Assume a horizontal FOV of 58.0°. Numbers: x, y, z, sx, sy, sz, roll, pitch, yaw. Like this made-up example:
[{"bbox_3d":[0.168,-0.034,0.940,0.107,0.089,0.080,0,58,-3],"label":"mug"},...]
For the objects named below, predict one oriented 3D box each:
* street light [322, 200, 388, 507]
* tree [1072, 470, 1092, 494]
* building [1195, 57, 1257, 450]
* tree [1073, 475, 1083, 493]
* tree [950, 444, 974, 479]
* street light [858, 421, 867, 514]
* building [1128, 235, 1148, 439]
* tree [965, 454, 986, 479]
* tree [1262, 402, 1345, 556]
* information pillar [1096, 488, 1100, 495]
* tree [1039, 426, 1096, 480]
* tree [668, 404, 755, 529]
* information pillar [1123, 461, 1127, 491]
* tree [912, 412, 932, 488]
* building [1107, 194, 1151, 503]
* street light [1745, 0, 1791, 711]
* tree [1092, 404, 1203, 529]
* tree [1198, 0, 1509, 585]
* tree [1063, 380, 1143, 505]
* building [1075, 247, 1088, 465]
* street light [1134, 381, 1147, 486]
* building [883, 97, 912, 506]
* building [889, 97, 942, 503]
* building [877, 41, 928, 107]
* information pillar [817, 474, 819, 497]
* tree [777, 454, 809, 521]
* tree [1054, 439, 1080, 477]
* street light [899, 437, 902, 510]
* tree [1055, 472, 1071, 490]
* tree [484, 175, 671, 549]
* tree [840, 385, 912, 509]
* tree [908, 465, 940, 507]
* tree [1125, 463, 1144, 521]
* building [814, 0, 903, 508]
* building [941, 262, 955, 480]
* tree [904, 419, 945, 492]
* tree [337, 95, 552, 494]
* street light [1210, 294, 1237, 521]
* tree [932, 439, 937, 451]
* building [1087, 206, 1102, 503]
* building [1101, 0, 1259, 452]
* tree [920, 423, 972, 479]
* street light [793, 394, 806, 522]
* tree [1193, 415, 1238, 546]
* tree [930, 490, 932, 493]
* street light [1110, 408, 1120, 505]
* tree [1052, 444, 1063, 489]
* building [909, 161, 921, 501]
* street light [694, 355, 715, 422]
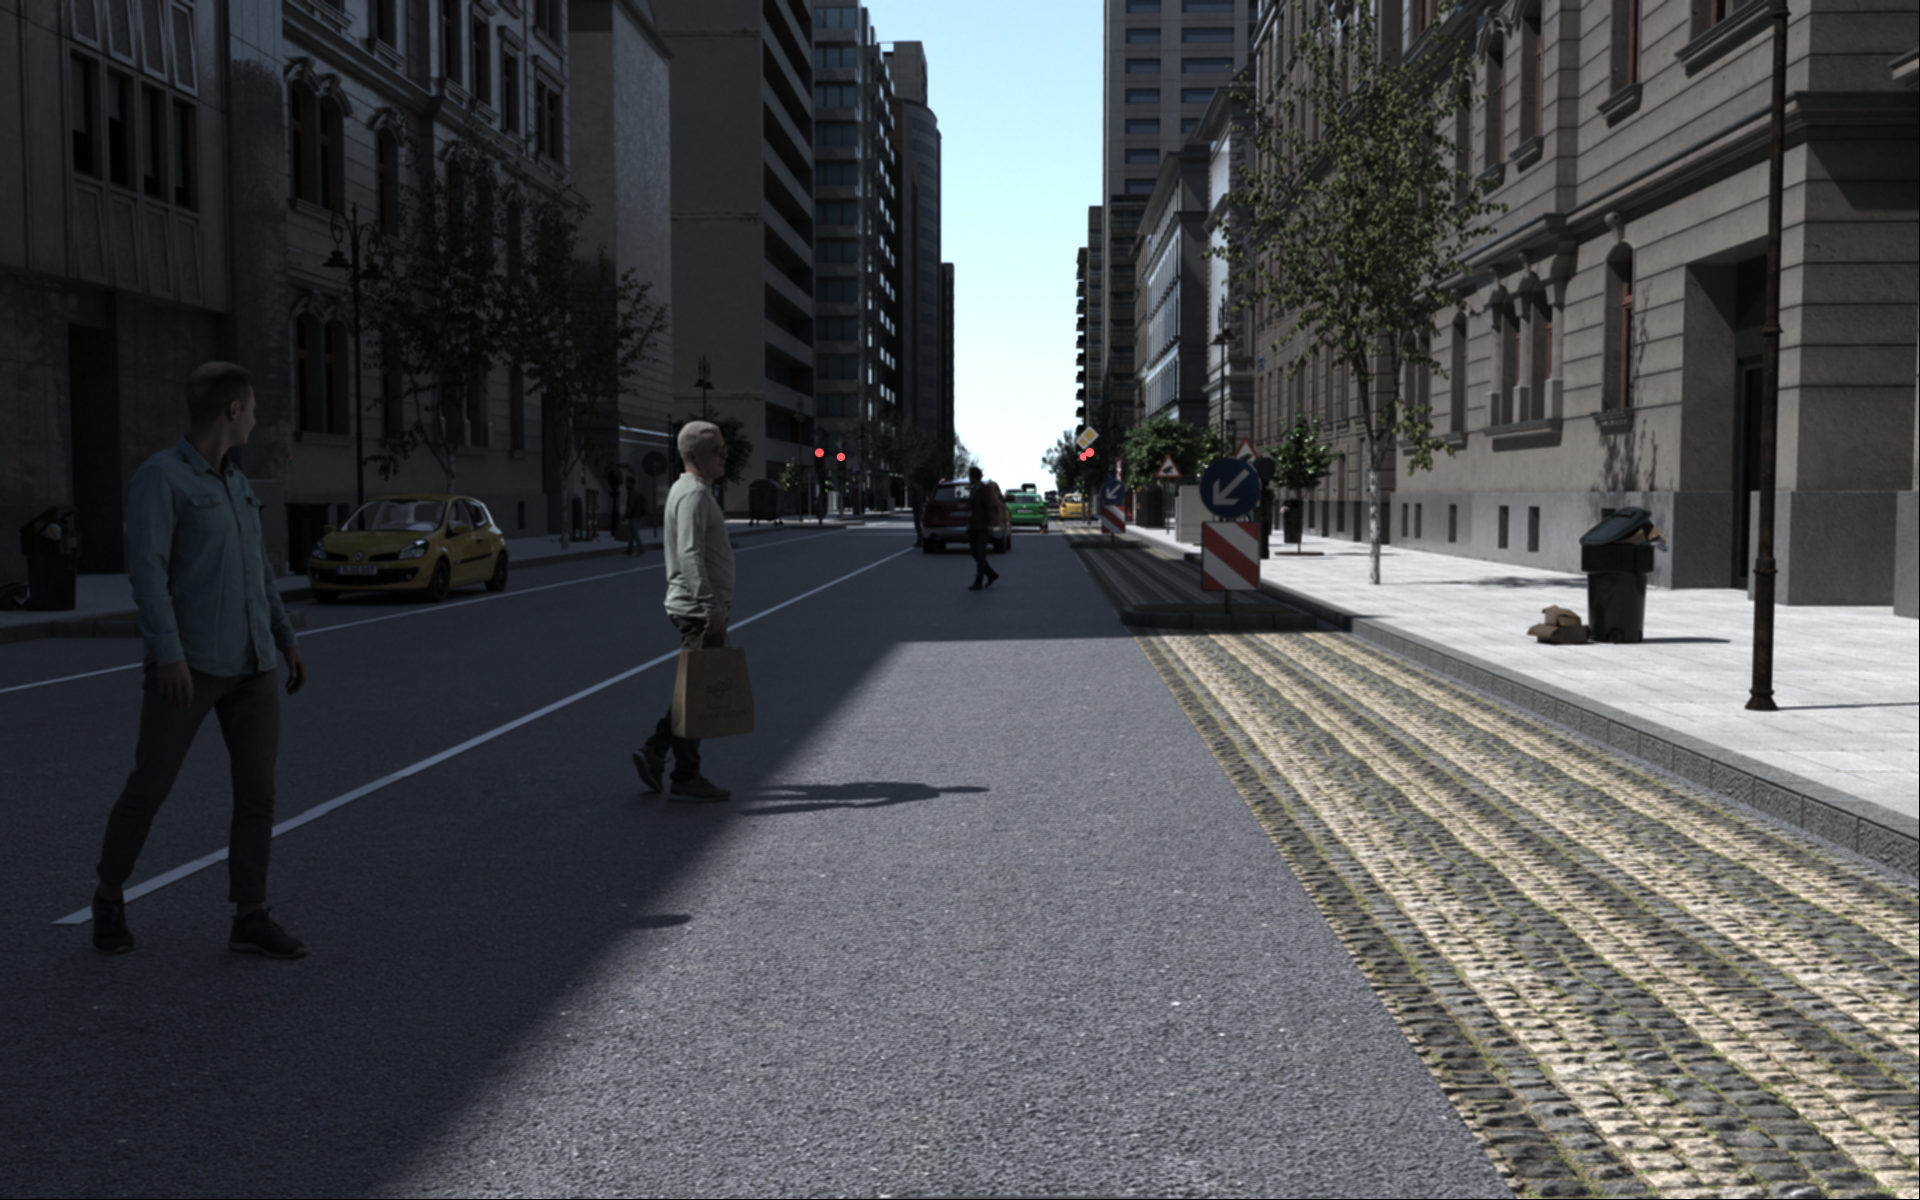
[{"bbox_3d":[-9.587,-3.352,27.598,0.468,5.910,1.993,0,4,2],"label":"street light"},{"bbox_3d":[10.778,-8.916,129.485,4.285,4.588,4.351,0,3,0],"label":"tree"},{"bbox_3d":[22.098,-15.706,85.675,19.941,23.489,11.050,0,4,2],"label":"building"},{"bbox_3d":[10.817,-9.583,151.282,1.663,3.219,1.824,0,3,0],"label":"tree"},{"bbox_3d":[0.068,-18.675,255.692,4.360,8.622,3.978,0,3,0],"label":"tree"},{"bbox_3d":[-6.182,-8.388,109.929,0.468,5.910,1.993,0,4,2],"label":"street light"},{"bbox_3d":[20.595,-21.033,141.154,12.463,27.353,25.104,0,4,2],"label":"building"},{"bbox_3d":[2.431,-22.000,310.066,4.737,8.622,4.395,0,3,0],"label":"tree"},{"bbox_3d":[7.128,-2.561,36.476,1.663,3.219,1.824,0,3,0],"label":"tree"},{"bbox_3d":[11.630,-8.642,145.795,0.304,2.012,0.304,1,4,13],"label":"information pillar"},{"bbox_3d":[14.775,-18.495,236.806,8.767,10.594,7.601,1,4,15],"label":"tree"},{"bbox_3d":[-9.109,-4.851,63.024,4.285,4.588,4.351,0,3,0],"label":"tree"},{"bbox_3d":[11.606,-8.023,122.526,0.504,3.616,0.183,-3,4,-38],"label":"information pillar"},{"bbox_3d":[-5.319,-11.233,134.018,4.360,8.622,3.978,0,3,0],"label":"tree"},{"bbox_3d":[21.381,-24.293,168.893,14.160,30.474,14.107,0,4,2],"label":"building"},{"bbox_3d":[4.775,-2.285,10.141,0.468,5.910,1.993,0,4,2],"label":"street light"},{"bbox_3d":[7.411,-4.875,63.426,4.285,4.588,4.351,0,3,0],"label":"tree"},{"bbox_3d":[5.702,-4.514,24.170,4.737,8.622,4.395,0,3,0],"label":"tree"},{"bbox_3d":[9.358,-9.802,110.624,4.360,8.622,3.978,0,3,0],"label":"tree"},{"bbox_3d":[31.017,-39.359,298.147,22.147,44.769,28.867,0,4,2],"label":"building"},{"bbox_3d":[7.340,-5.988,70.695,0.468,5.910,1.993,0,4,2],"label":"street light"},{"bbox_3d":[-12.709,-33.183,192.656,14.600,45.320,14.200,0,4,2],"label":"building"},{"bbox_3d":[-13.964,-43.626,255.279,21.231,58.520,28.212,0,4,2],"label":"building"},{"bbox_3d":[-13.462,-51.438,279.258,20.563,71.187,20.611,0,4,2],"label":"building"},{"bbox_3d":[-12.502,-9.821,151.925,0.183,3.616,0.504,2,4,34],"label":"information pillar"},{"bbox_3d":[-7.876,-5.406,82.989,1.663,3.219,1.824,0,3,0],"label":"tree"},{"bbox_3d":[14.099,-16.496,220.077,4.737,8.622,4.395,0,3,0],"label":"tree"},{"bbox_3d":[-4.771,-10.282,140.890,0.468,5.910,1.993,0,4,2],"label":"street light"},{"bbox_3d":[14.302,-13.831,209.843,4.285,4.588,4.351,0,3,0],"label":"tree"},{"bbox_3d":[-9.112,-5.491,40.148,4.737,8.622,4.395,0,3,0],"label":"tree"},{"bbox_3d":[-6.357,-10.246,117.884,4.360,8.622,3.978,0,3,0],"label":"tree"},{"bbox_3d":[-3.697,-11.785,176.401,4.285,4.588,4.351,0,3,0],"label":"tree"},{"bbox_3d":[8.359,-5.364,82.300,1.663,3.219,1.824,0,3,0],"label":"tree"},{"bbox_3d":[-18.193,-33.692,170.468,23.786,49.044,30.456,0,4,2],"label":"building"},{"bbox_3d":[-8.266,-37.557,297.643,14.154,41.232,14.086,0,4,2],"label":"building"},{"bbox_3d":[-3.629,-13.388,169.257,4.737,8.622,4.395,0,3,0],"label":"tree"},{"bbox_3d":[-9.634,-5.023,32.485,4.360,8.622,3.978,0,3,0],"label":"tree"},{"bbox_3d":[6.084,-4.123,40.198,0.468,5.910,1.993,0,4,2],"label":"street light"},{"bbox_3d":[-4.439,-12.132,148.727,4.360,8.622,3.978,0,3,0],"label":"tree"},{"bbox_3d":[25.106,-34.460,247.011,14.154,41.232,14.086,0,4,2],"label":"building"},{"bbox_3d":[26.099,-39.618,189.746,21.231,58.520,28.212,0,4,2],"label":"building"},{"bbox_3d":[-2.376,-17.915,227.315,8.767,10.594,7.601,1,4,9],"label":"tree"},{"bbox_3d":[-7.370,-6.556,79.977,0.468,5.910,1.993,0,4,2],"label":"street light"},{"bbox_3d":[6.228,-2.948,42.793,1.663,3.219,1.824,0,3,0],"label":"tree"},{"bbox_3d":[-2.831,-12.231,194.573,1.663,3.219,1.824,0,3,0],"label":"tree"},{"bbox_3d":[8.331,-7.358,93.086,0.468,5.910,1.993,0,4,2],"label":"street light"},{"bbox_3d":[12.640,-14.978,195.248,4.360,8.622,3.978,0,3,0],"label":"tree"},{"bbox_3d":[-12.182,-32.012,206.983,14.154,41.232,14.086,0,4,2],"label":"building"},{"bbox_3d":[-8.470,-5.184,57.553,0.468,5.910,1.993,0,4,2],"label":"street light"}]
